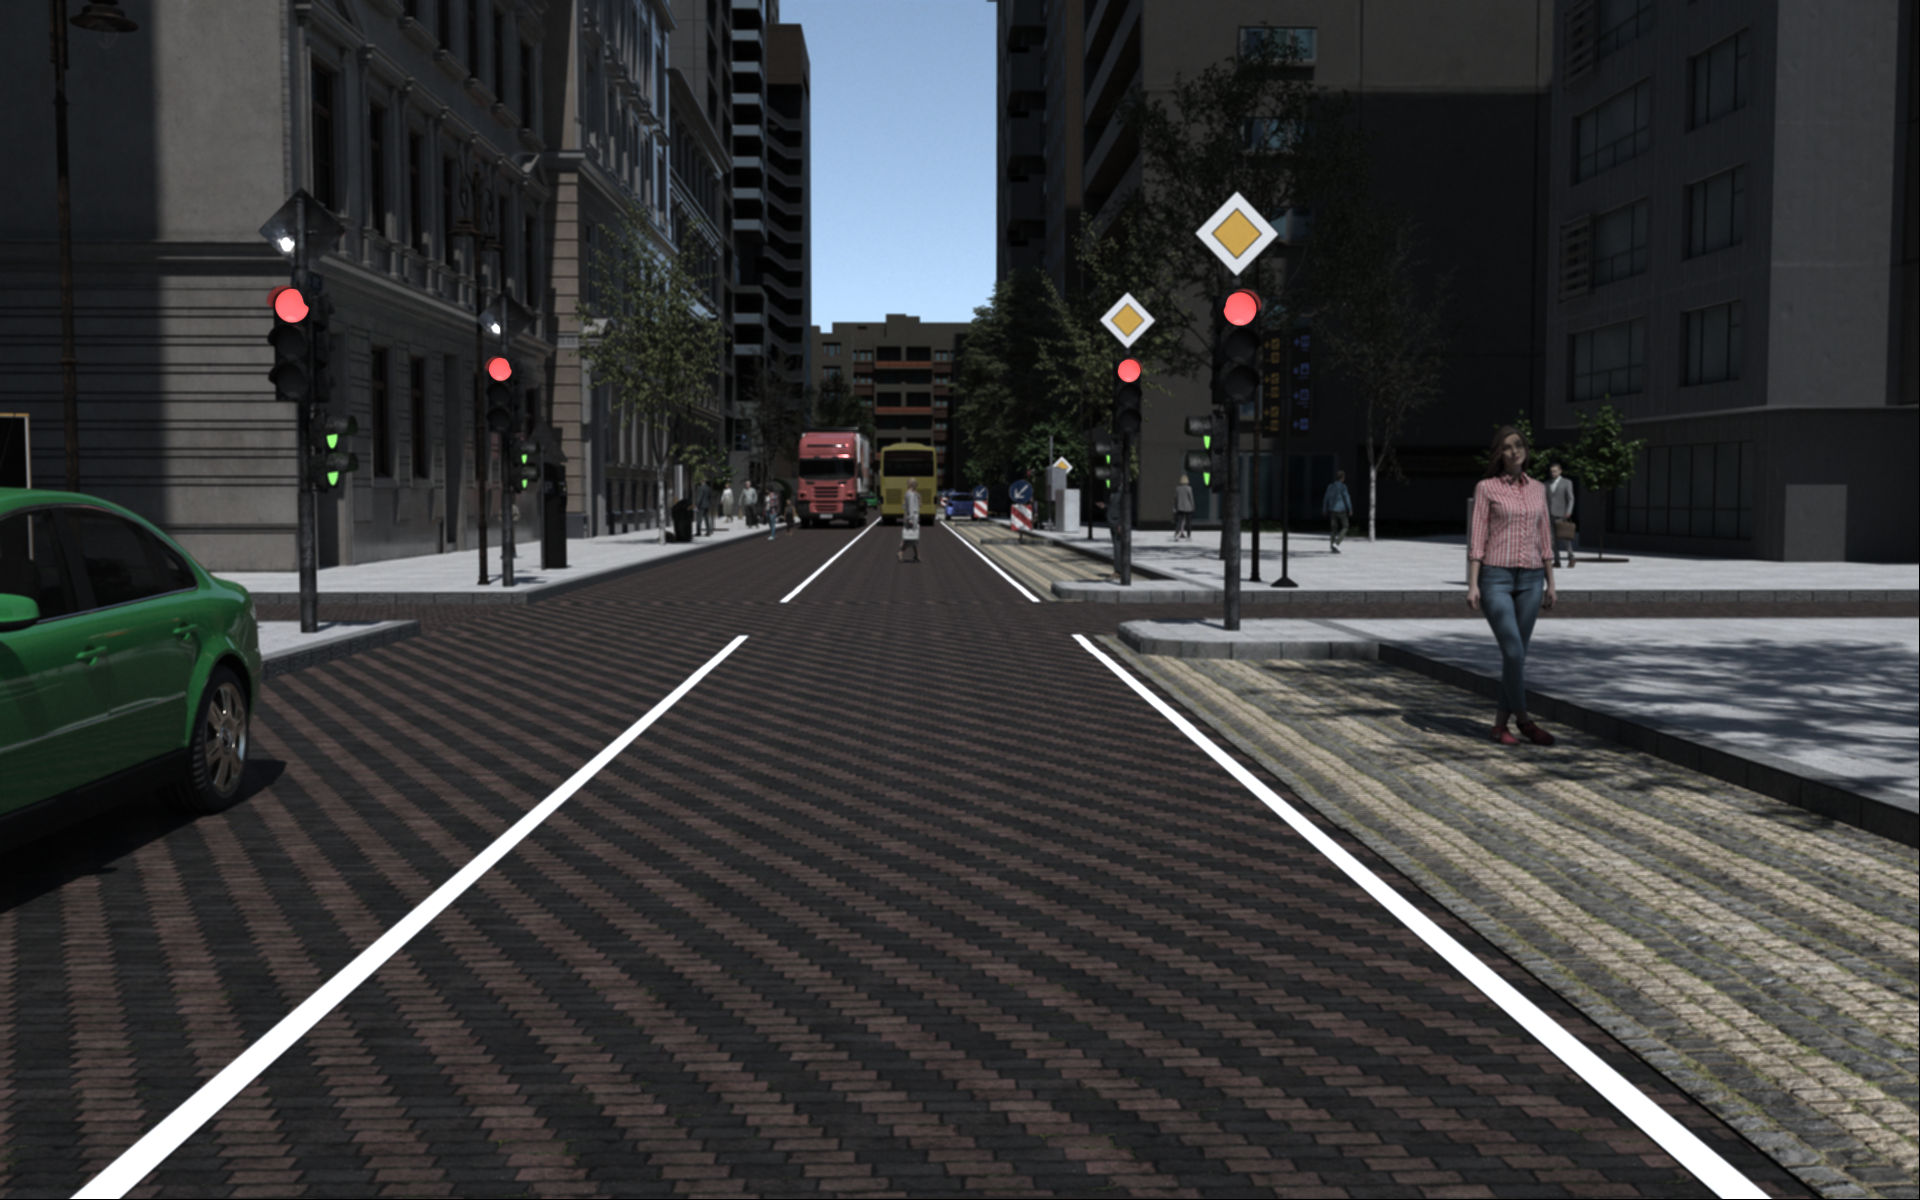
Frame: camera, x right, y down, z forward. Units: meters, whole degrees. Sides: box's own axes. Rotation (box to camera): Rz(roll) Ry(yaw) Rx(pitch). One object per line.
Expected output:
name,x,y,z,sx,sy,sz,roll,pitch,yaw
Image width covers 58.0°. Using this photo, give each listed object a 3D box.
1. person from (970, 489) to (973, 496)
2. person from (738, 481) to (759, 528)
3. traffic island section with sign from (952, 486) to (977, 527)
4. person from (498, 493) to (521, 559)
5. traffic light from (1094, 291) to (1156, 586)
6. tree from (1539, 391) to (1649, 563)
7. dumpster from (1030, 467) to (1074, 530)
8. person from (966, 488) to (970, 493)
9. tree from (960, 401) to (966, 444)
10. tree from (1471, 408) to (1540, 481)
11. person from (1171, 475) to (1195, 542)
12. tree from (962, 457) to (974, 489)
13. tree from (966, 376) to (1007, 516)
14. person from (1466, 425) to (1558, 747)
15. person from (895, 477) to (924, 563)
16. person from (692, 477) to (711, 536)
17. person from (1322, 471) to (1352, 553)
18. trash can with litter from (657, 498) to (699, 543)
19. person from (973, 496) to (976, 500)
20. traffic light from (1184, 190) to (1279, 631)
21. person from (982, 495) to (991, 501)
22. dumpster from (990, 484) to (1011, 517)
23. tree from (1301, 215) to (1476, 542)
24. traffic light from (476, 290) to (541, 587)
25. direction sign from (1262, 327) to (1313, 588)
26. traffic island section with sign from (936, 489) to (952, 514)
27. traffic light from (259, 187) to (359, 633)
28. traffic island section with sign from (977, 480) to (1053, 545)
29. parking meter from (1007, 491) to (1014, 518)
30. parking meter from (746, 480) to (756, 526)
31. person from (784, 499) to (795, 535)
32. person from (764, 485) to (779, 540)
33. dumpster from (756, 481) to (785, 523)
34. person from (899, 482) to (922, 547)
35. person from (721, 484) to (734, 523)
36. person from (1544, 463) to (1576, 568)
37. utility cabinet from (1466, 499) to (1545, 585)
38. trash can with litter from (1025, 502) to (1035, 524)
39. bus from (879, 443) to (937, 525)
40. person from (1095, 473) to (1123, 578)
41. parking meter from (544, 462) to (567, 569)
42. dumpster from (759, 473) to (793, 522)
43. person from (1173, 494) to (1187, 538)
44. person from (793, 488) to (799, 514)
person,0.815,-8.271,142.002,0.721,1.735,1.217,-1,4,-13
person,-7.924,-3.553,64.619,0.782,1.767,0.515,1,4,8
traffic island section with sign,0.771,-4.177,76.928,1.989,1.847,2.006,0,4,-2
person,-8.978,-1.480,34.521,0.475,1.303,0.640,0,4,0
traffic light,2.304,-2.157,24.184,0.839,4.253,0.868,0,4,-2
tree,12.200,-2.330,32.699,1.663,3.219,1.824,0,3,0
dumpster,3.300,-3.677,62.619,1.502,2.255,1.985,0,4,-2
person,0.827,-9.234,156.953,1.348,1.831,0.705,-2,4,-27
tree,1.835,-9.813,110.800,4.737,8.622,4.395,0,3,0
tree,12.621,-2.710,38.914,1.663,3.219,1.824,0,3,0
person,5.981,-2.482,46.803,0.709,1.800,0.728,3,4,36
tree,1.755,-9.080,132.169,4.285,4.588,4.351,0,3,0
tree,2.735,-9.321,102.768,4.737,8.622,4.395,0,3,0
person,3.119,-0.081,9.841,0.555,1.821,0.388,-1,4,-21
person,-1.055,-1.674,36.229,0.624,1.780,0.694,0,4,-3
person,-7.865,-2.837,52.609,0.590,1.801,0.661,2,4,25
person,8.126,-1.892,37.321,0.444,1.785,0.601,-3,5,-40
trash can with litter,-7.525,-2.126,46.149,0.624,1.170,1.055,3,4,36
person,1.143,-7.714,135.420,1.065,1.426,0.557,2,4,35
traffic light,2.544,-1.669,16.202,0.839,4.253,0.868,0,4,-2
person,2.068,-8.901,151.209,1.348,1.869,0.705,3,4,36
dumpster,2.310,-5.488,95.488,1.264,1.857,1.865,0,4,-2
tree,11.154,-5.826,45.621,4.360,8.622,3.978,0,3,0
traffic light,-6.253,-2.140,23.912,0.839,4.253,0.868,0,4,-2
direction sign,4.487,-1.947,23.837,0.379,3.537,0.876,-3,4,-37
traffic island section with sign,-0.714,-7.198,126.313,1.989,1.847,2.006,0,4,-2
traffic light,-6.013,-1.652,15.931,0.839,4.253,0.868,0,4,-2
traffic island section with sign,1.595,-2.498,49.470,1.989,1.847,2.006,0,4,-2
parking meter,2.734,-5.238,94.046,0.372,1.533,0.369,0,3,0
parking meter,-8.466,-3.937,70.075,0.399,1.863,0.255,-3,5,-40
person,-5.907,-2.866,60.022,0.362,1.253,0.373,1,4,19
person,-5.929,-2.767,54.584,0.563,1.720,0.643,3,5,41
dumpster,-8.366,-4.303,76.113,1.264,1.857,1.865,0,4,-2
person,-1.329,-2.305,46.531,0.599,1.781,0.374,0,4,1
person,-10.414,-4.379,77.868,0.478,1.798,0.641,3,5,40
person,10.375,-1.462,30.065,0.853,1.813,0.709,-3,5,-45
utility cabinet,7.650,-0.801,24.265,1.020,1.237,0.306,0,4,2
trash can with litter,3.172,-3.877,74.779,0.624,1.170,1.055,-1,4,-21
bus,-2.482,-5.563,82.504,2.896,3.916,12.252,0,4,-2
person,2.624,-1.271,29.461,0.590,1.801,0.661,-1,4,-14
parking meter,-6.974,-1.471,29.760,0.399,1.863,0.255,2,4,25
dumpster,-8.419,-4.684,79.074,1.502,2.255,1.985,0,4,-2
person,6.404,-2.450,50.375,0.394,1.301,0.425,2,4,31
person,-10.596,-6.477,112.738,0.742,1.727,0.445,-3,5,-44
